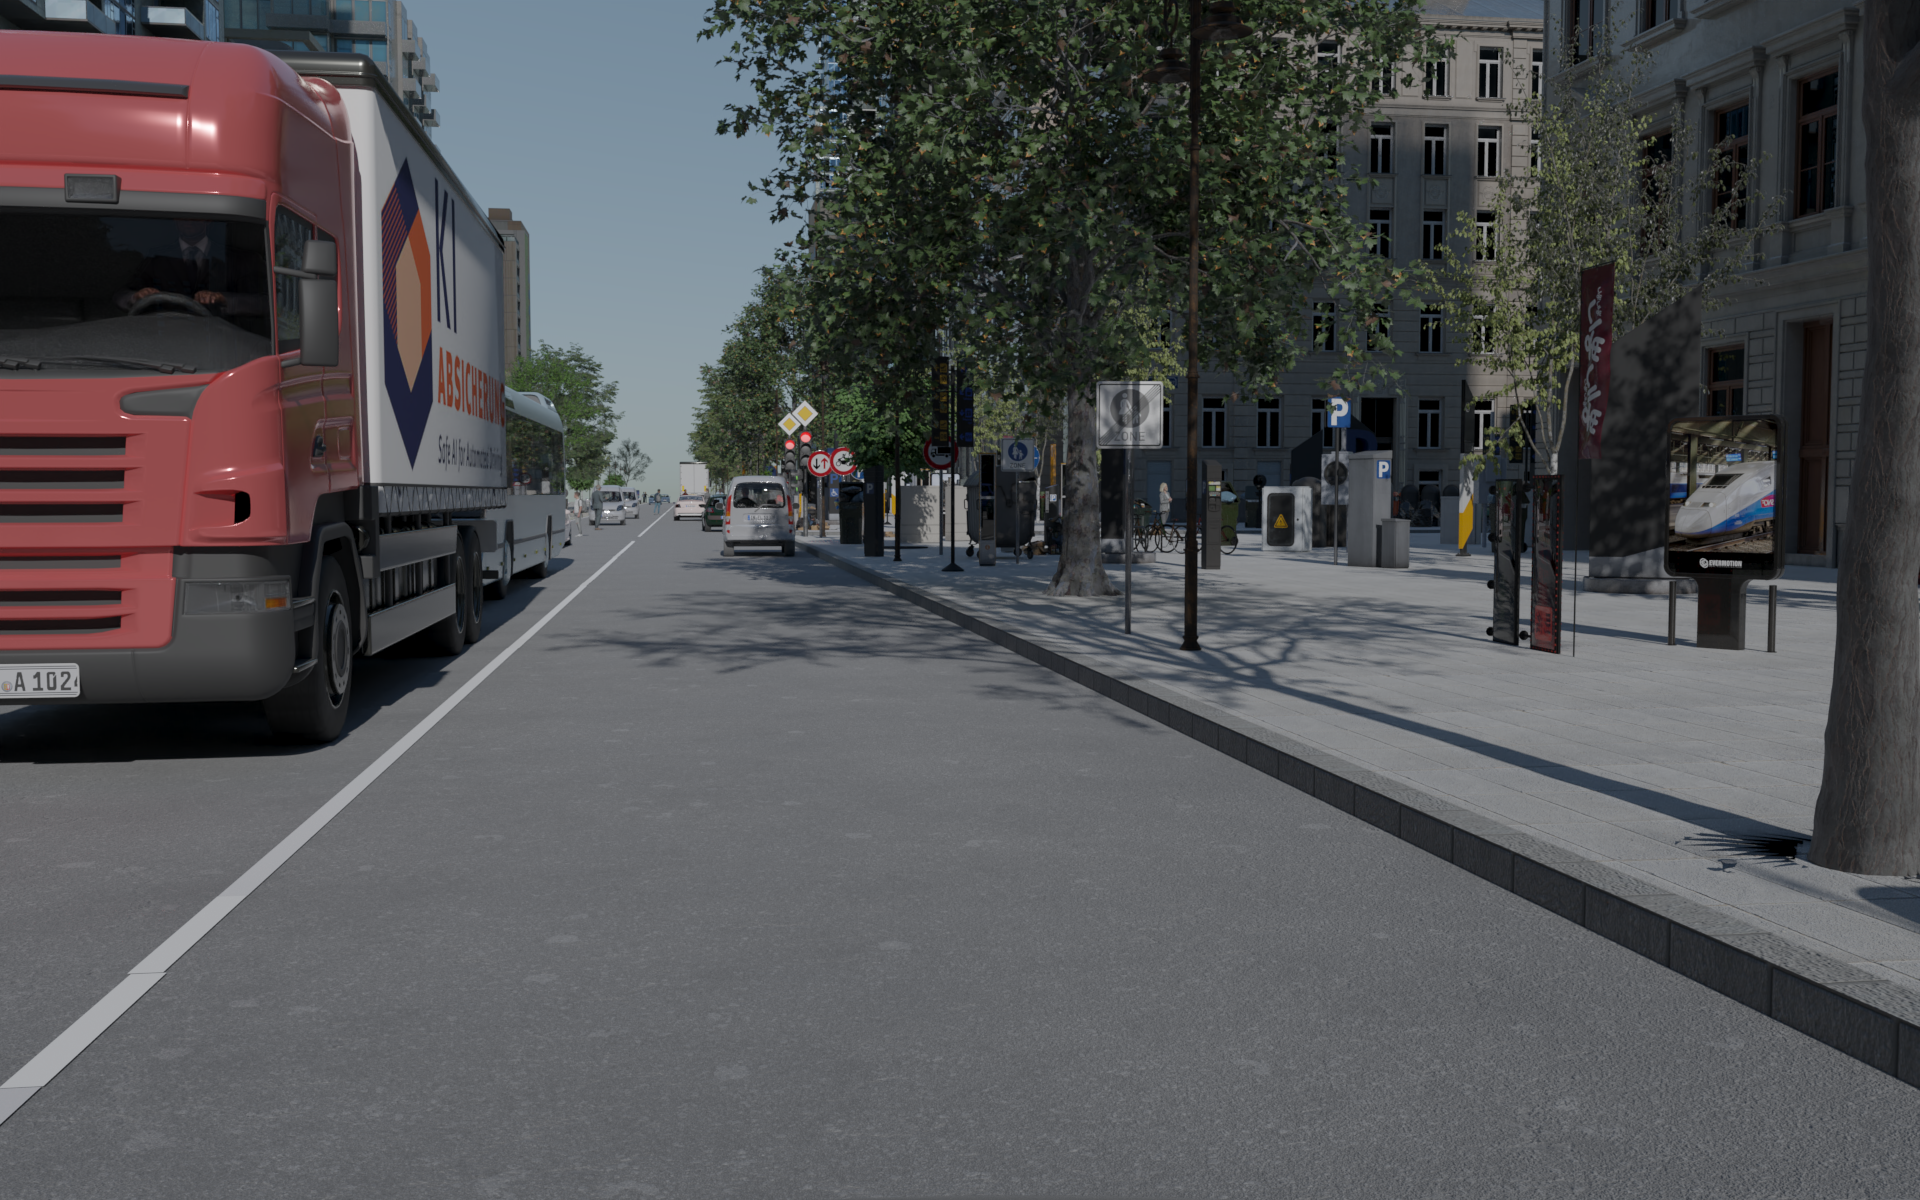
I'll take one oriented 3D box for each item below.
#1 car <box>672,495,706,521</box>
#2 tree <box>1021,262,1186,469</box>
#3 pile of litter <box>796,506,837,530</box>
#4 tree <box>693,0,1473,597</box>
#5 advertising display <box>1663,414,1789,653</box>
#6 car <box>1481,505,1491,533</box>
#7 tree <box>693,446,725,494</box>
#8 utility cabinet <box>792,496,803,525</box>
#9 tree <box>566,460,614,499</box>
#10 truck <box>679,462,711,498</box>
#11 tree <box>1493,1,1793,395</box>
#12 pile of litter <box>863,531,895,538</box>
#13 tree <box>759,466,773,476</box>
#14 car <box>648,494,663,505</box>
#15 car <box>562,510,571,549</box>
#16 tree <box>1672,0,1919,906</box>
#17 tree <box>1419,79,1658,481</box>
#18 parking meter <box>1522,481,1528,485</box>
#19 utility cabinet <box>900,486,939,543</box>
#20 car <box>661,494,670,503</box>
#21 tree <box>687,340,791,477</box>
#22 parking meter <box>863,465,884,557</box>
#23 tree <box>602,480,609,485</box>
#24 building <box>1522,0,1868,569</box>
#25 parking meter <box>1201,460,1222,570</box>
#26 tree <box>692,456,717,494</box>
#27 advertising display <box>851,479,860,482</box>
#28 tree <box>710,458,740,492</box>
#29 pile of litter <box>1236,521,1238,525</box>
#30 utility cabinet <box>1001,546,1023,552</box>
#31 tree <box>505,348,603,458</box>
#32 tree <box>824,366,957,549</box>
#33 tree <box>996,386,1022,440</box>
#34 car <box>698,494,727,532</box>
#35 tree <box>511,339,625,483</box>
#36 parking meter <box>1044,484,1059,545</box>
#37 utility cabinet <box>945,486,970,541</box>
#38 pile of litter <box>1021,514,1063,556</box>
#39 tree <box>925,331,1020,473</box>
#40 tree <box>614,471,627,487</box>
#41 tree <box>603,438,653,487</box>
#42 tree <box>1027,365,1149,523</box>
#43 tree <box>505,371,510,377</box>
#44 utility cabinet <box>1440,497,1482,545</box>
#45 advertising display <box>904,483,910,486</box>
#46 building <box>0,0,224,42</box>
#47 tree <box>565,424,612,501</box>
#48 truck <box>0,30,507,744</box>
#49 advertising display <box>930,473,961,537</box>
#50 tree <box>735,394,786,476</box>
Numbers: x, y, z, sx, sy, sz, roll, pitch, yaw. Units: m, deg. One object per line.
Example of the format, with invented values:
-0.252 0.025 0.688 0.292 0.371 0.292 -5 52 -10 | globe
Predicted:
-14.576 -4.992 93.980 2.083 1.381 4.827 0 4 -8 | car
4.417 -5.903 46.880 4.737 8.622 4.395 0 3 0 | tree
-5.148 -2.920 61.701 1.719 0.858 1.176 -1 4 -17 | pile of litter
1.490 -6.412 21.851 9.611 12.733 9.660 0 3 0 | tree
6.305 -0.556 14.301 0.123 1.923 0.974 -3 5 -39 | advertising display
19.247 -2.925 59.616 4.920 1.459 2.131 0 4 -7 | car
-27.434 -16.380 202.219 8.767 10.594 7.601 0 4 6 | tree
-7.012 -3.724 72.056 1.020 1.237 0.306 -2 4 -35 | utility cabinet
-36.608 -11.215 167.075 4.285 4.588 4.351 0 3 0 | tree
-23.744 -10.174 155.265 2.839 4.237 11.283 0 4 -8 | truck
9.897 -4.642 26.262 4.360 8.622 3.978 0 3 0 | tree
-2.560 -2.316 51.832 1.176 0.858 1.719 -1 4 -15 | pile of litter
-12.234 -7.100 110.681 1.663 3.219 1.824 0 3 0 | tree
-40.966 -13.507 232.848 2.014 1.417 4.499 -1 4 -9 | car
-11.553 -2.108 46.824 2.083 1.381 4.827 -1 4 -9 | car
3.204 -5.815 5.444 12.009 13.543 11.850 0 3 0 | tree
10.629 -4.952 31.329 4.737 8.622 4.395 0 3 0 | tree
24.771 -4.306 76.118 0.255 1.863 0.399 0 4 0 | parking meter
-1.056 -2.227 45.092 1.173 1.500 0.318 -1 4 -13 | utility cabinet
-47.268 -16.201 276.892 2.014 1.417 4.499 -1 4 -11 | car
-16.202 -12.800 127.408 7.486 12.596 7.792 0 3 0 | tree
-1.771 -1.822 35.504 0.399 1.863 0.255 3 5 41 | parking meter
-47.043 -14.363 229.429 1.663 3.219 1.824 0 3 0 | tree
19.853 -11.904 30.781 11.583 22.565 21.152 -1 4 -9 | building
4.279 -1.454 29.484 0.255 1.863 0.399 -1 4 -9 | parking meter
-39.484 -21.730 281.047 9.928 11.665 9.643 0 3 0 | tree
-4.300 -4.342 76.211 0.974 1.923 0.123 1 4 18 | advertising display
-36.132 -18.748 256.894 4.737 8.622 4.395 0 3 0 | tree
10.936 -3.527 71.625 1.176 0.858 1.719 1 4 10 | pile of litter
1.146 -1.822 38.463 0.318 1.500 1.173 1 4 12 | utility cabinet
-29.734 -12.151 124.430 9.928 11.665 9.643 0 3 0 | tree
-1.544 -3.499 40.916 4.285 4.588 4.351 0 3 0 | tree
3.398 -7.773 77.451 4.360 8.622 3.978 0 3 0 | tree
-9.056 -3.489 66.830 2.009 1.686 4.222 -1 4 -10 | car
-32.950 -14.494 143.626 9.857 13.997 8.962 0 3 0 | tree
2.286 -2.136 43.340 0.372 1.533 0.369 0 3 0 | parking meter
0.147 -2.360 47.263 1.173 1.500 0.318 -3 4 -37 | utility cabinet
1.794 -1.404 36.913 1.176 0.858 1.719 2 4 31 | pile of litter
0.863 -7.439 71.997 4.737 8.622 4.395 0 3 0 | tree
-48.675 -15.927 244.125 4.285 4.588 4.351 0 3 0 | tree
-54.562 -21.289 282.485 8.767 10.594 7.601 -2 4 -24 | tree
5.123 -6.952 64.022 4.360 8.622 3.978 0 3 0 | tree
-24.931 -8.439 88.340 4.737 8.622 4.395 0 3 0 | tree
12.860 -2.037 44.460 0.306 1.237 1.020 -3 5 -44 | utility cabinet
-3.415 -6.613 113.341 0.123 1.923 0.974 1 4 20 | advertising display
-47.525 -46.953 80.361 22.319 86.520 31.000 -1 4 -9 | building
-38.713 -13.910 177.782 4.737 8.622 4.395 0 3 0 | tree
-5.277 -1.482 13.144 2.839 4.237 11.283 -1 4 -9 | truck
-0.451 -2.879 52.278 0.974 1.923 0.123 -2 4 -24 | advertising display
-12.372 -9.478 105.320 4.360 8.622 3.978 0 3 0 | tree
